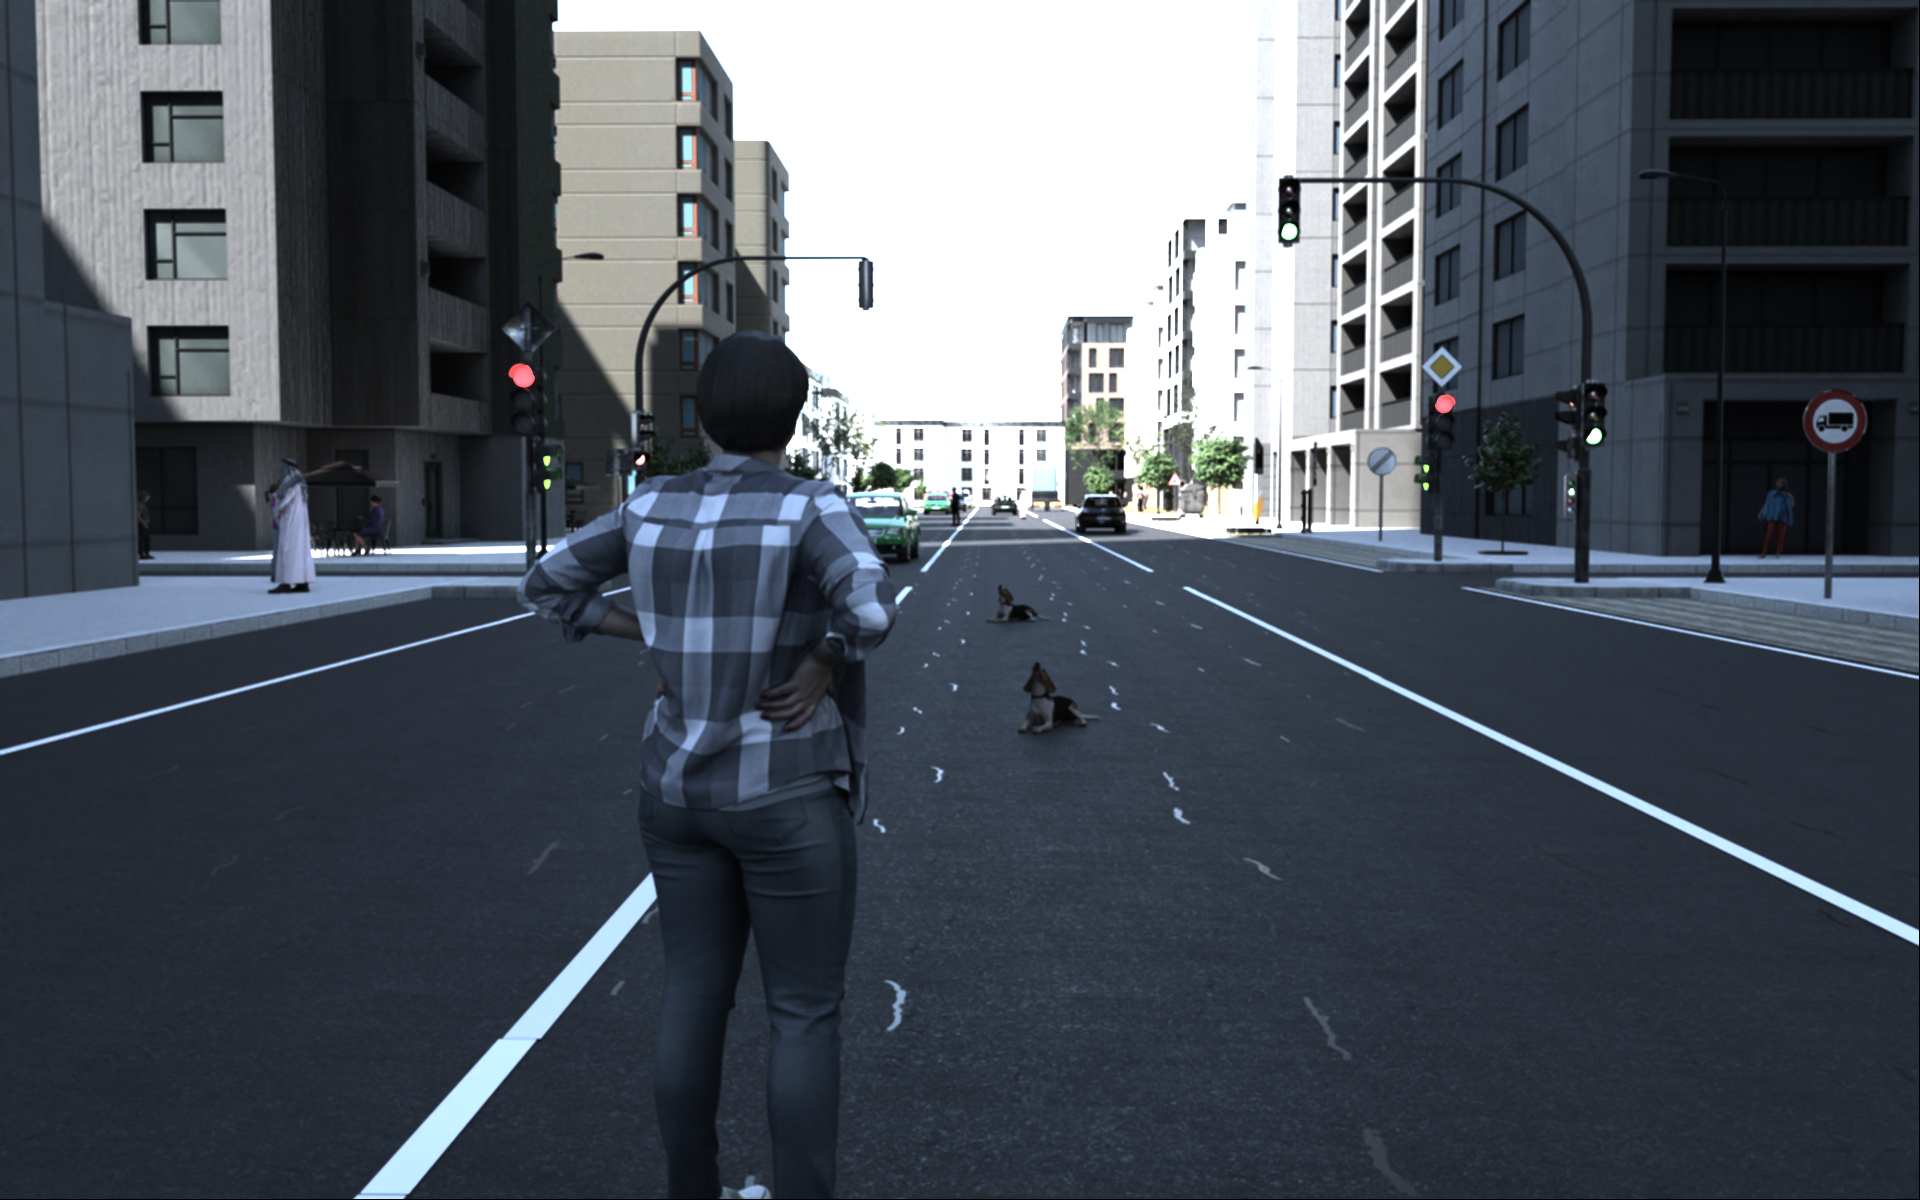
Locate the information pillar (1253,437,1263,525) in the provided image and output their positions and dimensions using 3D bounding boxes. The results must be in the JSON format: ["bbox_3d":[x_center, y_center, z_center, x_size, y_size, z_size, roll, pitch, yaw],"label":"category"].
[{"bbox_3d":[12.402,-4.926,71.900,0.183,3.616,0.504,3,5,43],"label":"information pillar"}]

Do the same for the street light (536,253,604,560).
[{"bbox_3d":[-7.554,-3.729,33.503,1.470,5.913,1.316,0,4,1],"label":"street light"}]

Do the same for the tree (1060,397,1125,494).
[{"bbox_3d":[14.329,-15.872,185.264,9.928,11.665,9.643,0,3,0],"label":"tree"}]

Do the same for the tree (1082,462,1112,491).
[{"bbox_3d":[13.895,-11.587,173.167,4.285,4.588,4.351,0,3,0],"label":"tree"}]

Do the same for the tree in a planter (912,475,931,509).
[{"bbox_3d":[-3.626,-10.108,162.485,1.991,3.239,1.994,0,4,1],"label":"tree in a planter"}]

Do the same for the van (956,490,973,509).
[{"bbox_3d":[0.275,-10.162,173.167,2.013,2.044,4.112,0,4,0],"label":"van"}]

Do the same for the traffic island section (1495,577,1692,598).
[{"bbox_3d":[9.021,-0.174,25.121,2.009,0.180,2.903,0,4,1],"label":"traffic island section"}]

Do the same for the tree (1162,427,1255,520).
[{"bbox_3d":[12.863,-6.207,85.196,4.285,4.588,4.351,0,3,0],"label":"tree"}]

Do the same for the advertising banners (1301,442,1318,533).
[{"bbox_3d":[11.583,-3.739,57.327,0.090,3.025,2.074,2,4,25],"label":"advertising banners"}]

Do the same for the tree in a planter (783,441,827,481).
[{"bbox_3d":[-5.410,-3.712,57.916,1.991,3.239,1.994,0,4,1],"label":"tree in a planter"}]

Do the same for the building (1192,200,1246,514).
[{"bbox_3d":[24.081,-15.959,117.356,16.016,20.091,11.380,0,4,1],"label":"building"}]

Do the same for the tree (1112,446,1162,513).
[{"bbox_3d":[13.548,-8.194,117.690,4.285,4.588,4.351,0,3,0],"label":"tree"}]

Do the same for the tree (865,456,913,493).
[{"bbox_3d":[-6.705,-10.020,147.544,4.285,4.588,4.351,0,3,0],"label":"tree"}]

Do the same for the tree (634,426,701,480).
[{"bbox_3d":[-8.635,-3.321,48.902,1.663,3.219,1.824,0,3,0],"label":"tree"}]

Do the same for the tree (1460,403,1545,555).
[{"bbox_3d":[11.472,-2.588,36.920,1.663,3.219,1.824,0,3,0],"label":"tree"}]

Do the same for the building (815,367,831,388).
[{"bbox_3d":[-31.606,-20.642,203.957,31.486,18.905,16.747,0,4,1],"label":"building"}]

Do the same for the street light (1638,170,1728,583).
[{"bbox_3d":[10.418,-3.207,24.970,1.470,5.913,1.316,0,4,1],"label":"street light"}]

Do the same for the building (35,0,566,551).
[{"bbox_3d":[-18.907,-16.658,44.064,14.160,30.474,14.107,0,4,1],"label":"building"}]

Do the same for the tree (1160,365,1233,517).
[{"bbox_3d":[13.209,-9.023,97.885,4.360,8.622,3.978,0,3,0],"label":"tree"}]

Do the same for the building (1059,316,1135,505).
[{"bbox_3d":[28.819,-22.303,208.621,32.646,21.610,27.936,0,4,1],"label":"building"}]

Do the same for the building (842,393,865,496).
[{"bbox_3d":[-14.138,-12.780,151.106,9.099,9.664,28.070,0,4,1],"label":"building"}]

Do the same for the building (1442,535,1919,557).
[{"bbox_3d":[24.856,-37.011,43.387,20.611,71.187,20.563,0,4,1],"label":"building"}]

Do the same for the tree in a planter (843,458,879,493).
[{"bbox_3d":[-4.945,-5.401,85.535,1.991,3.239,1.994,0,4,1],"label":"tree in a planter"}]

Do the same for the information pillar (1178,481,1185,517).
[{"bbox_3d":[12.016,-5.465,93.842,0.304,2.012,0.304,0,4,-7],"label":"information pillar"}]

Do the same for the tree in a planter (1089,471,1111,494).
[{"bbox_3d":[10.886,-8.416,134.815,1.991,3.239,1.994,0,4,1],"label":"tree in a planter"}]

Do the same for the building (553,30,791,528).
[{"bbox_3d":[-23.229,-14.340,79.492,27.650,21.520,28.899,0,4,1],"label":"building"}]

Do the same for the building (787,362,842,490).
[{"bbox_3d":[-14.304,-11.067,123.087,9.099,9.664,28.070,0,4,1],"label":"building"}]

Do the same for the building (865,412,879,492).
[{"bbox_3d":[-22.910,-14.417,177.872,28.070,9.664,9.099,0,4,1],"label":"building"}]

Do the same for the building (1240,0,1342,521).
[{"bbox_3d":[26.025,-33.646,92.109,21.231,58.520,28.212,0,4,1],"label":"building"}]

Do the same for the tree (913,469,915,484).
[{"bbox_3d":[-6.132,-11.849,177.447,4.285,4.588,4.351,0,3,0],"label":"tree"}]

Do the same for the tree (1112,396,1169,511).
[{"bbox_3d":[13.617,-11.060,131.201,4.737,8.622,4.395,0,3,0],"label":"tree"}]

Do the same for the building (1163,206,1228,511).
[{"bbox_3d":[30.080,-18.056,139.182,27.936,21.610,32.646,0,4,1],"label":"building"}]

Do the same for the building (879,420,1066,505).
[{"bbox_3d":[-1.899,-15.764,199.890,28.070,9.664,9.099,0,4,1],"label":"building"}]

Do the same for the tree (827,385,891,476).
[{"bbox_3d":[-6.741,-10.091,115.349,4.737,8.622,4.395,0,3,0],"label":"tree"}]

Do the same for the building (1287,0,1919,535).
[{"bbox_3d":[25.115,-38.478,67.368,20.563,71.187,20.611,0,4,1],"label":"building"}]

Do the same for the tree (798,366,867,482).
[{"bbox_3d":[-7.636,-9.209,100.922,4.360,8.622,3.978,0,3,0],"label":"tree"}]

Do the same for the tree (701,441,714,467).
[{"bbox_3d":[-8.729,-3.858,57.675,1.663,3.219,1.824,0,3,0],"label":"tree"}]

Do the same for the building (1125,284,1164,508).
[{"bbox_3d":[24.163,-18.653,161.392,16.016,20.091,11.380,0,4,1],"label":"building"}]

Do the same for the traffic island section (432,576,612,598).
[{"bbox_3d":[-6.298,-0.190,25.386,2.009,0.180,2.903,0,4,1],"label":"traffic island section"}]

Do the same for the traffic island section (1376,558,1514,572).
[{"bbox_3d":[9.157,-0.662,33.105,2.009,0.180,2.903,0,4,1],"label":"traffic island section"}]

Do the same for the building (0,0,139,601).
[{"bbox_3d":[-21.975,-35.097,12.084,20.611,71.187,20.563,0,4,1],"label":"building"}]
